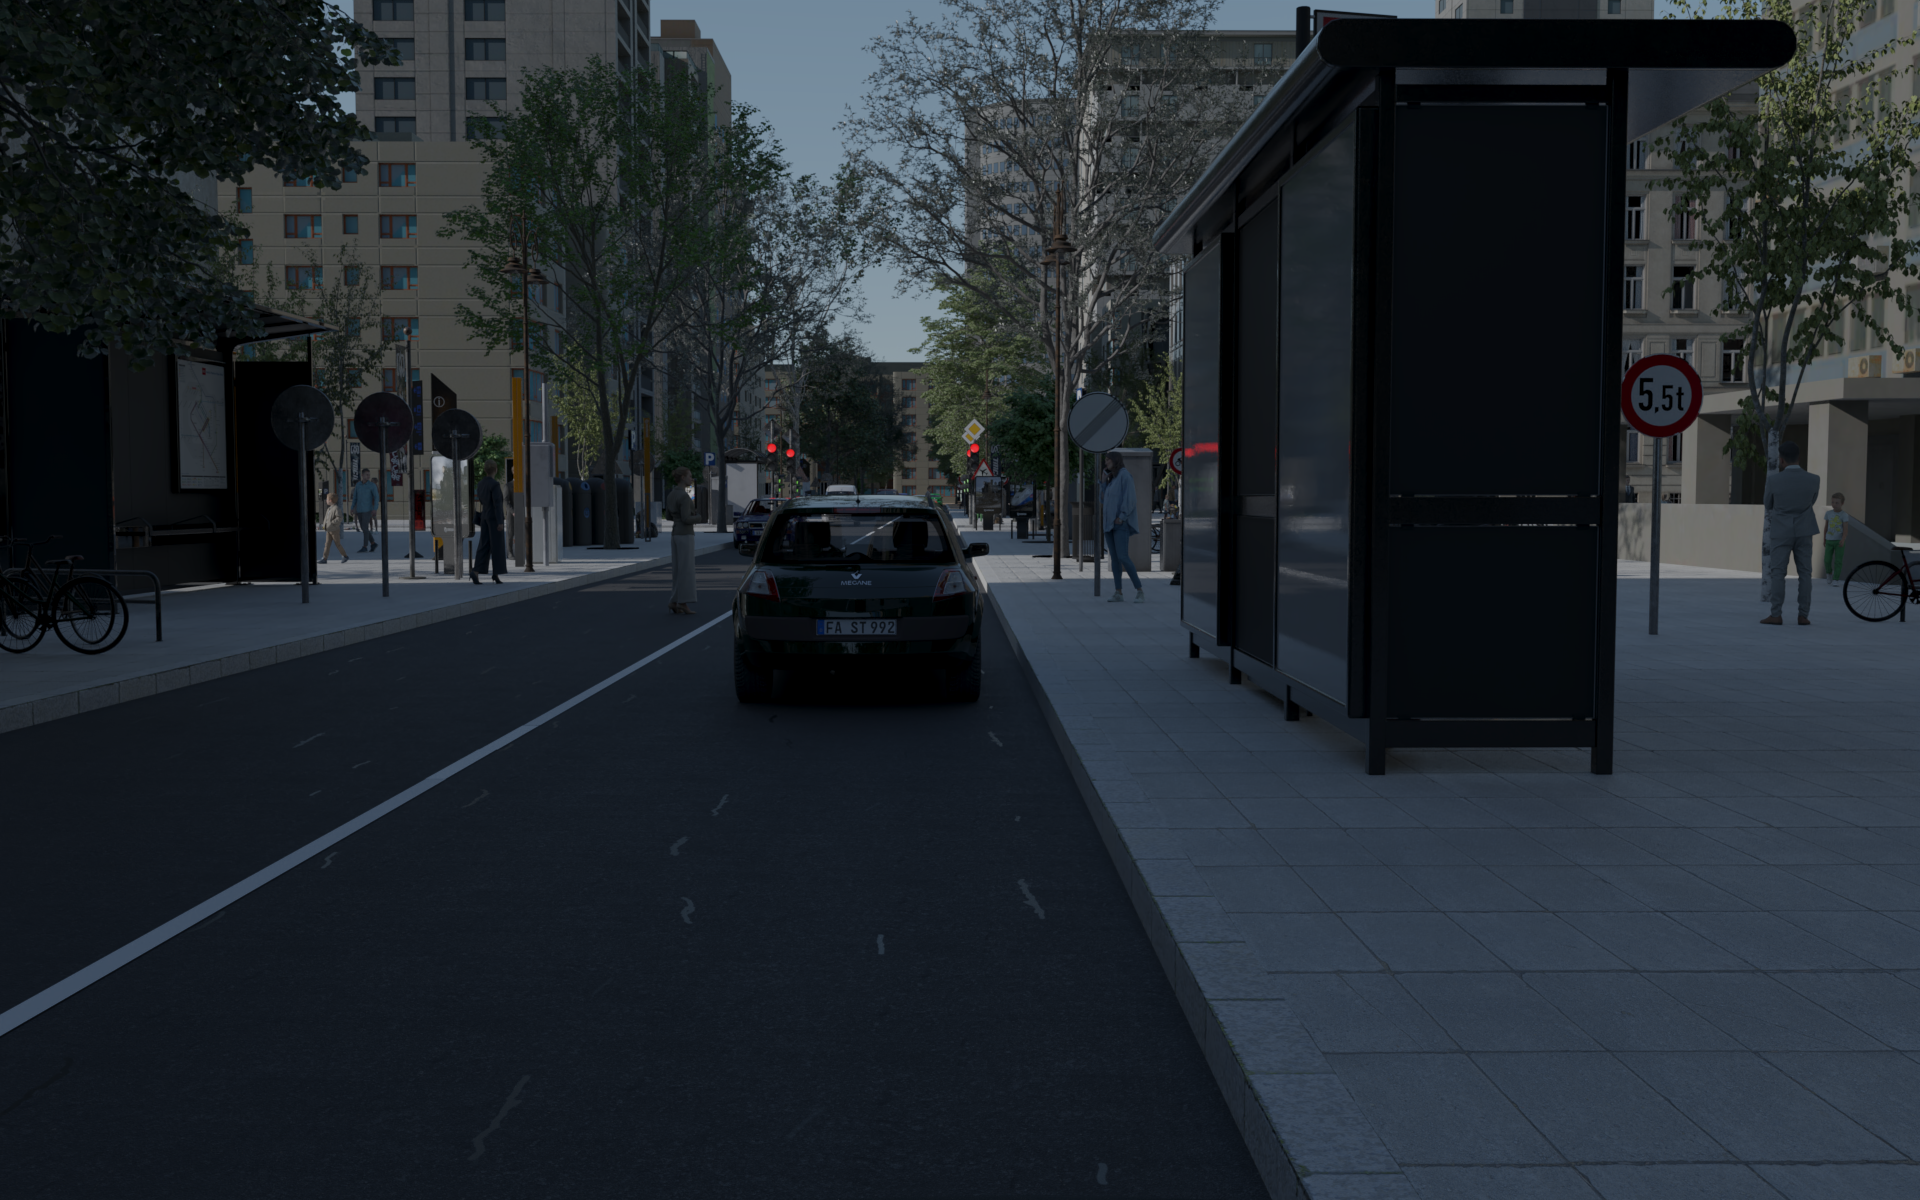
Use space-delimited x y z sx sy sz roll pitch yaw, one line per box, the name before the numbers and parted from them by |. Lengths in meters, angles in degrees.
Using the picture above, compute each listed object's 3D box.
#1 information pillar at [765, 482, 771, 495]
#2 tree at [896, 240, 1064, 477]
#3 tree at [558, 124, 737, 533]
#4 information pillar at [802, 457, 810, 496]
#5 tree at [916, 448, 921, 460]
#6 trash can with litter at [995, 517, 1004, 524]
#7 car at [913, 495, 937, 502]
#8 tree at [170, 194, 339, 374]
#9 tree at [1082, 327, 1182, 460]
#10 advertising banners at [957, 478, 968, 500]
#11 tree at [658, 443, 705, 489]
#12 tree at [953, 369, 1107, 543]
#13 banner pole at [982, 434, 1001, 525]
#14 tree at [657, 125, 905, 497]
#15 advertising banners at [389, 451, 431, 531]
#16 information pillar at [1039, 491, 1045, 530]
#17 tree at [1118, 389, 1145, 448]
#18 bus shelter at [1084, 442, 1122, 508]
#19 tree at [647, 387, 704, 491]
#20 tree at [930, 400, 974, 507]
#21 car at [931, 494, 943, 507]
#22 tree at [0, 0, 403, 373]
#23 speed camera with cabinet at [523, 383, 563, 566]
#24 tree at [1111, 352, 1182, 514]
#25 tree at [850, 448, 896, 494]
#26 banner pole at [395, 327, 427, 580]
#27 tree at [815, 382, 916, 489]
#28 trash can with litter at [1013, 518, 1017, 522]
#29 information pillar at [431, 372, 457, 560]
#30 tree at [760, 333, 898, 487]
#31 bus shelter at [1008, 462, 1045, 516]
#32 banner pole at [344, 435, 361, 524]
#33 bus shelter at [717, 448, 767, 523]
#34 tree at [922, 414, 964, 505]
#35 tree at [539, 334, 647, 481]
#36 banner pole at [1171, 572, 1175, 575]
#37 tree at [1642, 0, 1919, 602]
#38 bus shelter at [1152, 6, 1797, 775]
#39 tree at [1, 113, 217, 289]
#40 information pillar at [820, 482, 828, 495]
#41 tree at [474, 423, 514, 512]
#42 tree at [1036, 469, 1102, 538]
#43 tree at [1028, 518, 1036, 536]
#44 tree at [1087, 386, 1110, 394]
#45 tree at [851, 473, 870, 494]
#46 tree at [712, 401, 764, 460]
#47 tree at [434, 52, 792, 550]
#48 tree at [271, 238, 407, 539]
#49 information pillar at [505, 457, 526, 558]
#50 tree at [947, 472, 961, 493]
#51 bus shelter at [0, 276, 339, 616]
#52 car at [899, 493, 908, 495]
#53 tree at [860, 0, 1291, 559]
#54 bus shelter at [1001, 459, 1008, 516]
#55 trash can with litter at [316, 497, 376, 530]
information pillar | -12.177 -6.440 109.794 0.304 2.012 0.304 1 4 19
tree | 1.443 -9.739 77.353 7.486 12.596 7.792 0 3 0
tree | -7.827 -8.948 56.673 12.009 13.543 11.850 0 3 0
information pillar | -9.725 -7.220 109.402 0.504 3.616 0.183 -1 4 -12
tree | -9.503 -17.734 224.359 7.601 10.594 8.767 3 5 44
trash can with litter | 1.515 -3.890 74.984 0.624 1.170 1.055 -3 4 -37
car | -2.423 -5.585 103.679 2.083 1.381 4.827 0 4 1
tree | -17.955 -5.663 42.954 4.737 8.622 4.395 0 3 0
tree | 9.033 -9.829 95.122 7.601 10.594 8.767 -1 4 -10
advertising banners | 0.711 -8.076 128.237 2.074 3.025 0.090 -1 4 -9
tree | -17.654 -7.763 110.644 4.285 4.588 4.351 0 3 0
tree | 2.321 -3.793 45.728 4.285 4.588 4.351 0 3 0
banner pole | 1.334 -5.026 72.190 0.863 3.779 0.401 -1 4 -11
tree | -10.052 -14.372 90.875 12.611 20.169 13.585 0 3 0
advertising banners | -18.802 -3.912 60.149 2.074 3.025 0.090 -2 4 -24
information pillar | 2.889 -4.282 61.365 0.183 3.616 0.504 0 4 -5
tree | 10.762 -10.388 120.209 4.360 8.622 3.978 0 3 0
bus shelter | 4.406 -4.116 58.585 1.731 3.624 6.357 0 4 -1
tree | -19.490 -10.194 117.041 4.737 8.622 4.395 0 3 0
tree | 0.727 -15.493 179.062 9.928 11.665 9.643 0 3 0
car | -2.770 -10.884 186.744 1.959 1.807 4.718 0 4 -1
tree | -7.372 -6.409 11.437 9.857 13.997 8.962 0 3 0
speed camera with cabinet | -7.683 -2.284 31.683 0.660 3.252 2.038 0 4 -7
tree | 10.850 -8.358 87.017 4.737 8.622 4.395 0 3 0
tree | -10.111 -17.026 196.502 7.486 12.596 7.792 0 3 0
banner pole | -8.262 -2.189 25.810 0.401 3.779 0.863 0 4 -1
tree | -8.171 -12.422 137.506 8.767 10.594 7.601 0 4 -1
trash can with litter | 2.645 -4.178 79.705 0.624 1.170 1.055 1 4 13
information pillar | -9.982 -2.580 33.532 0.504 3.616 0.183 -2 4 -26
tree | -9.088 -12.419 120.066 9.611 12.733 9.660 0 3 0
bus shelter | 3.633 -6.070 90.531 1.731 3.624 6.357 0 4 -1
banner pole | -25.816 -5.110 73.560 0.863 3.779 0.401 -3 5 -45
bus shelter | -9.668 -5.172 78.484 2.014 3.302 5.546 0 4 -1
tree | 0.429 -18.042 201.634 9.857 13.997 8.962 0 3 0
tree | -17.019 -7.877 79.151 4.737 8.622 4.395 0 3 0
banner pole | 3.530 -2.276 27.234 0.401 3.779 0.863 1 4 10
tree | 9.878 -4.288 20.464 4.737 8.622 4.395 0 3 0
bus shelter | 2.608 -2.103 12.013 2.179 5.291 8.768 0 4 -1
tree | -16.299 -5.077 33.371 4.360 8.622 3.978 0 3 0
information pillar | -8.339 -6.172 105.410 0.304 2.012 0.304 1 4 12
tree | -22.180 -5.873 79.743 4.285 4.588 4.351 0 3 0
tree | 3.251 -3.435 50.756 1.663 3.219 1.824 0 3 0
tree | 2.227 -3.588 53.270 1.663 3.219 1.824 0 3 0
tree | 9.832 -9.663 108.350 4.737 8.622 4.395 0 3 0
tree | -9.234 -10.037 158.711 1.663 3.219 1.824 0 3 0
tree | -17.052 -11.333 135.663 4.360 8.622 3.978 0 3 0
tree | -7.975 -6.986 39.984 9.928 11.665 9.643 0 3 0
tree | -17.892 -6.041 49.136 4.360 8.622 3.978 0 3 0
information pillar | -8.899 -1.846 34.673 0.304 2.012 0.304 0 4 5
tree | -0.119 -16.023 212.344 4.360 8.622 3.978 0 3 0
bus shelter | -9.539 -1.839 21.357 1.731 3.624 6.357 0 4 -1
car | -5.884 -10.189 176.178 1.945 1.707 3.694 0 4 0
tree | 2.106 -7.583 34.352 12.009 13.543 11.850 0 3 0
bus shelter | 2.974 -6.797 102.415 1.731 3.624 6.357 0 4 0
trash can with litter | -22.117 -3.120 62.074 2.233 1.210 1.678 -1 4 -21
